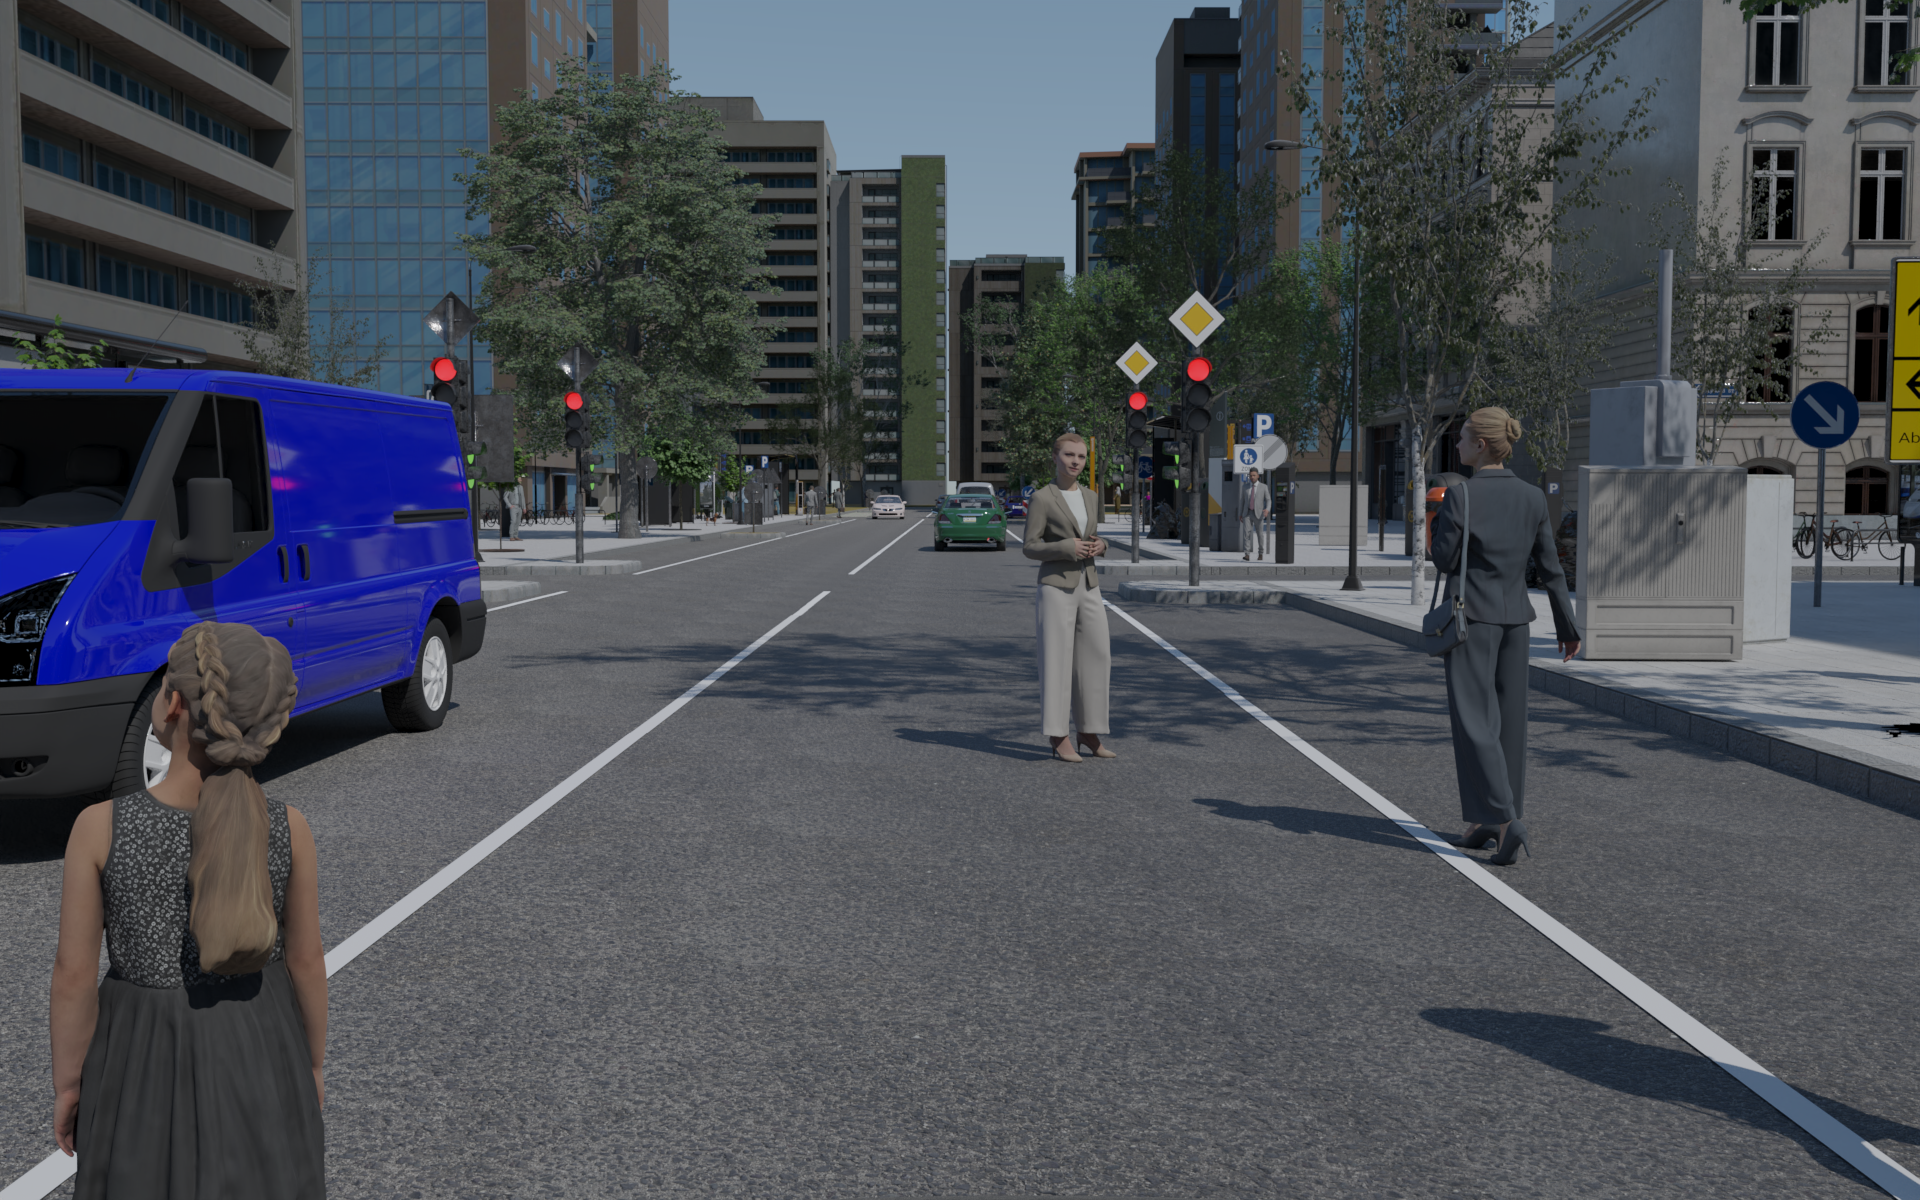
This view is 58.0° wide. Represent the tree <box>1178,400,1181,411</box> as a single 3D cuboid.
[{"bbox_3d":[14.957,-9.304,102.475,4.360,8.622,3.978,0,3,0],"label":"tree"}]

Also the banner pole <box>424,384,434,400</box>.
[{"bbox_3d":[-10.389,-2.741,34.828,0.401,3.779,0.863,3,5,42],"label":"banner pole"}]

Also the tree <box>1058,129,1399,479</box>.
[{"bbox_3d":[6.070,-6.771,45.118,7.601,10.594,8.767,0,4,-6],"label":"tree"}]

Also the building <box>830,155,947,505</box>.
[{"bbox_3d":[-8.600,-32.297,211.646,14.086,41.232,14.154,0,3,0],"label":"building"}]

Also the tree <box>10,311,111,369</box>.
[{"bbox_3d":[-9.469,-1.461,18.482,1.663,3.219,1.824,0,3,0],"label":"tree"}]

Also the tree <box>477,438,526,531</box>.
[{"bbox_3d":[-16.965,-4.743,61.264,4.285,4.588,4.351,0,3,0],"label":"tree"}]

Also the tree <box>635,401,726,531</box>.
[{"bbox_3d":[-9.823,-4.754,61.436,4.285,4.588,4.351,0,3,0],"label":"tree"}]

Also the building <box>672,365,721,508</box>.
[{"bbox_3d":[-38.952,-51.602,156.367,31.000,86.520,22.319,0,3,0],"label":"building"}]

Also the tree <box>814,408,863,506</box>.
[{"bbox_3d":[-9.803,-11.781,142.983,4.360,8.622,3.978,0,3,0],"label":"tree"}]

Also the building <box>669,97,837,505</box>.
[{"bbox_3d":[-26.449,-36.155,214.828,21.600,48.544,21.300,0,3,0],"label":"building"}]

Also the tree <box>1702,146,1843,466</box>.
[{"bbox_3d":[16.576,-5.342,37.709,4.360,8.622,3.978,0,3,0],"label":"tree"}]

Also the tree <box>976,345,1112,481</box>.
[{"bbox_3d":[6.152,-12.860,120.627,12.009,13.543,11.850,0,3,0],"label":"tree"}]

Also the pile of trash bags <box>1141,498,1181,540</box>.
[{"bbox_3d":[6.790,-2.385,48.739,1.912,1.369,3.447,-2,4,-30],"label":"pile of trash bags"}]

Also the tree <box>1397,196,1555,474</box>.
[{"bbox_3d":[14.840,-7.301,53.791,7.601,10.594,8.767,0,4,4],"label":"tree"}]

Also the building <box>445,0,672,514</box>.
[{"bbox_3d":[-31.085,-29.830,137.828,14.600,45.320,14.200,0,3,0],"label":"building"}]

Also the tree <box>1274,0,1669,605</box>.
[{"bbox_3d":[5.334,-4.229,19.511,4.360,8.622,3.978,0,3,0],"label":"tree"}]

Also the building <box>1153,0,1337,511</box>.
[{"bbox_3d":[25.802,-31.275,161.461,14.600,45.320,14.200,0,3,0],"label":"building"}]

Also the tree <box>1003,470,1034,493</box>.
[{"bbox_3d":[6.190,-12.084,181.278,4.285,4.588,4.351,0,3,0],"label":"tree"}]

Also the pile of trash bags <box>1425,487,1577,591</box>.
[{"bbox_3d":[7.808,-0.835,23.407,3.447,1.369,1.912,-1,4,-16],"label":"pile of trash bags"}]

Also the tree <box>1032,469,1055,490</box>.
[{"bbox_3d":[5.359,-7.225,112.733,1.663,3.219,1.824,0,3,0],"label":"tree"}]

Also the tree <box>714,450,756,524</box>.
[{"bbox_3d":[-9.908,-4.912,74.911,1.663,3.219,1.824,0,3,0],"label":"tree"}]

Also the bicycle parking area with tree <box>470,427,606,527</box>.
[{"bbox_3d":[-19.411,-5.160,71.366,9.016,4.147,8.231,3,5,43],"label":"bicycle parking area with tree"}]

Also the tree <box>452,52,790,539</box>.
[{"bbox_3d":[-9.618,-8.734,49.460,9.857,13.997,8.962,0,3,0],"label":"tree"}]

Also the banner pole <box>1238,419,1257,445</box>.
[{"bbox_3d":[9.615,-4.165,58.119,0.863,3.779,0.401,1,4,20],"label":"banner pole"}]

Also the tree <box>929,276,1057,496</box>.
[{"bbox_3d":[6.859,-17.914,148.779,12.611,20.169,13.585,0,3,0],"label":"tree"}]

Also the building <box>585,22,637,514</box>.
[{"bbox_3d":[-39.485,-26.118,118.909,32.217,40.220,23.993,0,3,0],"label":"building"}]

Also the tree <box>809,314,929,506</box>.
[{"bbox_3d":[-9.548,-20.007,183.002,12.611,20.169,13.585,0,3,0],"label":"tree"}]

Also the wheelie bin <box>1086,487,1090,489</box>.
[{"bbox_3d":[5.978,-4.576,82.727,0.980,1.594,0.693,-3,4,-36],"label":"wheelie bin"}]

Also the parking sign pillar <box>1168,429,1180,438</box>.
[{"bbox_3d":[8.069,-4.496,61.974,1.447,3.967,1.447,-2,4,-29],"label":"parking sign pillar"}]

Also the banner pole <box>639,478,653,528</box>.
[{"bbox_3d":[-11.946,-4.639,65.865,0.863,3.779,0.401,3,4,37],"label":"banner pole"}]

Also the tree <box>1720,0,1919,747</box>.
[{"bbox_3d":[5.323,-5.065,8.562,9.928,11.665,9.643,0,3,0],"label":"tree"}]

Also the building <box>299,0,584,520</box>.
[{"bbox_3d":[-28.189,-27.028,92.027,14.600,45.320,14.200,0,3,0],"label":"building"}]

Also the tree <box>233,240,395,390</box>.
[{"bbox_3d":[-19.241,-6.161,51.098,4.360,8.622,3.978,0,3,0],"label":"tree"}]

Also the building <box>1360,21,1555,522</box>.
[{"bbox_3d":[24.975,-14.450,87.168,10.553,20.767,40.483,0,3,0],"label":"building"}]

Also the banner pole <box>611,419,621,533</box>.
[{"bbox_3d":[-11.370,-4.157,57.976,0.401,3.779,0.863,2,4,25],"label":"banner pole"}]

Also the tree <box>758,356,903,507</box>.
[{"bbox_3d":[-9.547,-11.210,117.697,8.767,10.594,7.601,-2,4,-24],"label":"tree"}]

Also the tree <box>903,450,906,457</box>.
[{"bbox_3d":[-9.461,-14.293,168.105,8.767,10.594,7.601,-1,4,-10],"label":"tree"}]

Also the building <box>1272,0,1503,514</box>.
[{"bbox_3d":[26.658,-28.448,115.237,14.600,45.320,14.200,0,3,0],"label":"building"}]

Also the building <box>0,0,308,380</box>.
[{"bbox_3d":[-35.731,-26.381,55.038,21.300,48.544,21.600,0,3,0],"label":"building"}]

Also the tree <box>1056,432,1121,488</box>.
[{"bbox_3d":[6.416,-6.286,86.487,4.285,4.588,4.351,0,3,0],"label":"tree"}]

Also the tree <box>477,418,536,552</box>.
[{"bbox_3d":[-10.253,-2.689,38.570,1.663,3.219,1.824,0,3,0],"label":"tree"}]

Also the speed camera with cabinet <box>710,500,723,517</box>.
[{"bbox_3d":[-13.958,-6.331,97.851,0.660,3.252,2.038,0,4,8],"label":"speed camera with cabinet"}]

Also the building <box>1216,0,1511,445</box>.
[{"bbox_3d":[30.436,-50.405,136.794,22.319,86.520,31.000,0,3,0],"label":"building"}]

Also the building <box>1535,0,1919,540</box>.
[{"bbox_3d":[37.084,-14.273,52.451,34.723,24.649,14.460,0,3,0],"label":"building"}]

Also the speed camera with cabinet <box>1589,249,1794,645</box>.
[{"bbox_3d":[6.206,-1.242,14.646,2.038,3.252,0.660,-2,4,-32],"label":"speed camera with cabinet"}]

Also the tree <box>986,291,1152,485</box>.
[{"bbox_3d":[5.771,-11.085,98.251,9.611,12.733,9.660,0,3,0],"label":"tree"}]
